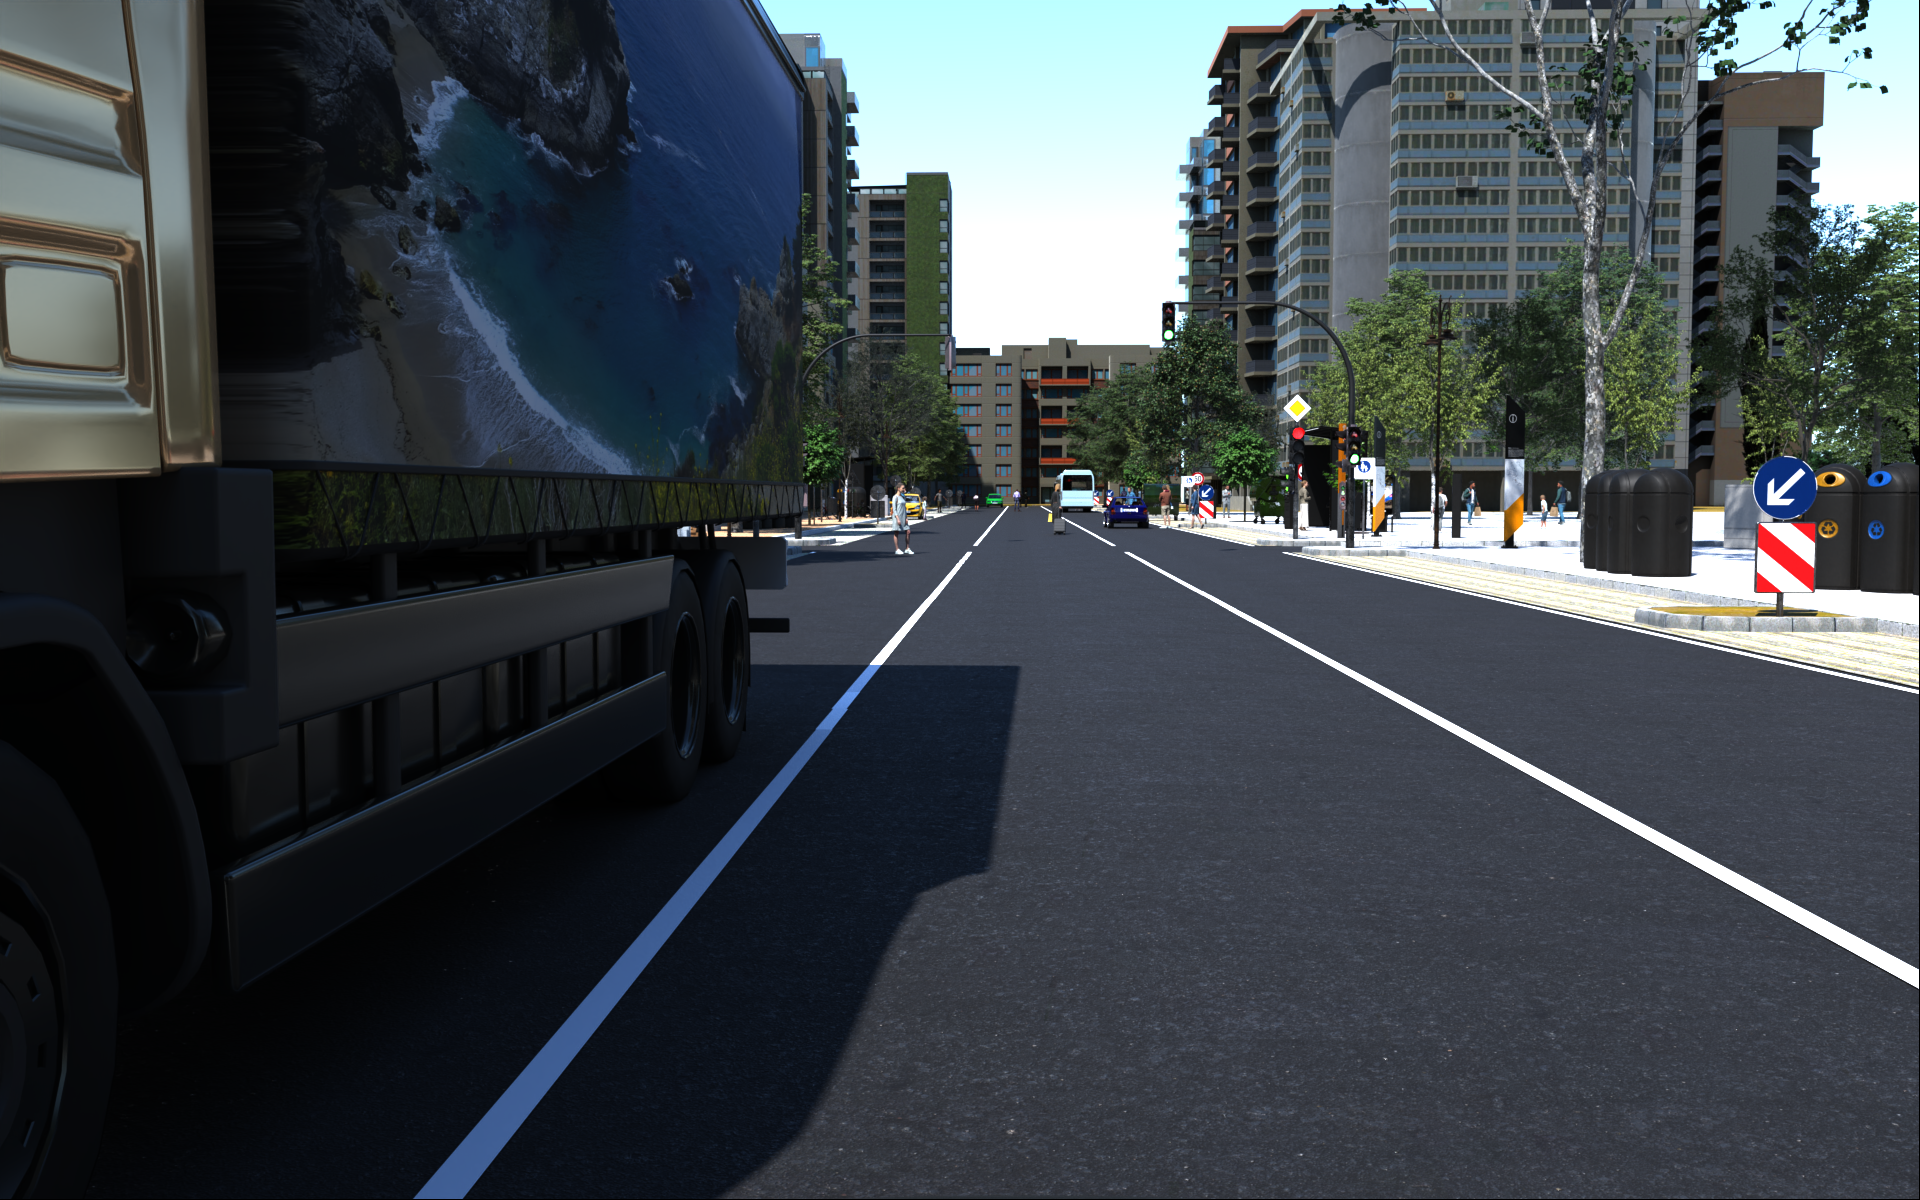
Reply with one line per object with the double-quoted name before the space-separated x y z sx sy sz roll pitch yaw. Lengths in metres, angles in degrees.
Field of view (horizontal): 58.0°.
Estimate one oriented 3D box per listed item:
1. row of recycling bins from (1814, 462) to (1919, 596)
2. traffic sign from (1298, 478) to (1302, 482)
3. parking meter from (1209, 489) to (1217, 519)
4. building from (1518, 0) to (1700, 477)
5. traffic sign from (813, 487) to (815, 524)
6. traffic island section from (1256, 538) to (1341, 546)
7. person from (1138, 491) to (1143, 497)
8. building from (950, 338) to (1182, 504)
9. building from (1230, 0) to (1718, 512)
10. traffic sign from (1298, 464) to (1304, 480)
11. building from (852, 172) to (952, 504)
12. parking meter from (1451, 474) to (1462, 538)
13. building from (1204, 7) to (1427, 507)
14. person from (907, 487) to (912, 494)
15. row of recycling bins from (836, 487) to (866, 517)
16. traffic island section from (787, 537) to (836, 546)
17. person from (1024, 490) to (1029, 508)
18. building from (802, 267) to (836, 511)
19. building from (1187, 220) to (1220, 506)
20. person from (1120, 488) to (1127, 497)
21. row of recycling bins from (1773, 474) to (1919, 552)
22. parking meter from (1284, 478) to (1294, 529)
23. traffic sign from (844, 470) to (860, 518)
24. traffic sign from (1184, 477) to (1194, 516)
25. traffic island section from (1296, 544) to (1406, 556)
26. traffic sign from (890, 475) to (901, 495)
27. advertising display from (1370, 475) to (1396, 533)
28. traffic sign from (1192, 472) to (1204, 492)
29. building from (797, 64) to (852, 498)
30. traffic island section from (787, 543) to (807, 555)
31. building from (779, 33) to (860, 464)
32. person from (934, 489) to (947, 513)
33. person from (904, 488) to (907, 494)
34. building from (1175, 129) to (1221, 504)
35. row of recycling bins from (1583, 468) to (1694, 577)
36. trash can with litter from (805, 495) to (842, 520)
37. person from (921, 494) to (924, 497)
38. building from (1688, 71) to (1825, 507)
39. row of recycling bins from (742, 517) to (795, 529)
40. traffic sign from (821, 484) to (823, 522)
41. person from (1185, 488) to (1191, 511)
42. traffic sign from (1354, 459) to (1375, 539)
"row of recycling bins" 12.327 -0.922 22.186 1.069 1.692 3.534 -1 4 -18
"traffic sign" 14.636 -4.497 73.634 0.768 2.556 0.104 1 4 10
"parking meter" 13.095 -4.973 89.722 0.372 1.533 0.369 0 3 0
"building" 61.763 -45.298 178.881 20.611 71.187 20.563 0 4 2
"traffic sign" -6.193 -4.368 73.543 0.606 2.300 0.079 0 4 7
"traffic island section" 9.504 -1.631 48.955 2.009 0.180 2.903 0 4 2
"person" 18.564 -10.555 178.602 1.348 1.826 0.705 0 4 -4
"building" 13.611 -23.499 229.245 28.899 21.520 27.650 0 4 2
"building" 38.190 -27.140 135.617 32.217 40.220 23.993 0 4 2
"traffic sign" 13.612 -4.166 68.222 0.768 2.556 0.104 1 4 10
"building" -8.093 -32.973 222.700 14.086 41.232 14.154 0 4 2
"parking meter" 14.496 -2.743 50.560 0.255 1.863 0.399 1 4 15
"building" 34.690 -31.032 161.991 22.147 44.769 28.867 0 4 2
"person" -3.904 -8.136 139.059 1.348 1.826 0.705 1 4 9
"row of recycling bins" -6.218 -5.645 99.413 1.069 1.692 3.534 -1 4 -21
"traffic island section" -4.629 -1.661 49.433 2.009 0.180 2.903 0 4 2
"person" 6.829 -10.373 177.726 0.705 1.869 1.348 -1 4 -14
"building" -25.381 -18.068 140.450 27.650 21.520 28.899 0 4 2
"building" 31.074 -25.228 184.176 14.160 30.474 14.107 0 4 2
"person" 15.455 -9.618 163.170 0.709 1.838 0.599 0 4 0
"row of recycling bins" 20.700 -2.065 40.871 3.534 1.692 1.069 0 4 -3
"parking meter" 12.037 -3.514 63.169 0.399 1.863 0.255 -3 5 -39
"traffic sign" -5.736 -5.639 92.203 0.884 2.594 0.081 1 4 10
"traffic sign" 13.172 -5.957 99.518 0.606 2.300 0.079 1 4 11
"traffic island section" 9.236 -1.143 40.974 2.009 0.180 2.903 0 4 2
"traffic sign" -4.279 -7.039 115.185 0.768 2.556 0.104 0 4 5
"advertising display" 14.177 -3.235 58.113 0.123 1.923 0.974 -3 4 -36
"traffic sign" 13.744 -6.122 100.204 0.768 2.556 0.104 1 4 8
"building" -18.112 -29.203 161.069 14.154 41.232 14.086 0 4 2
"traffic island section" -4.898 -1.173 41.453 2.009 0.180 2.903 0 4 2
"building" -26.133 -34.370 181.564 30.456 49.044 23.786 0 4 2
"person" -1.541 -7.616 133.023 0.705 1.824 1.348 3 5 44
"person" -4.243 -7.511 129.653 0.445 1.727 0.742 -3 5 -44
"building" 43.181 -37.010 224.724 30.456 49.044 23.786 0 4 2
"row of recycling bins" 11.018 -1.298 28.332 1.069 1.692 3.534 0 4 5
"trash can with litter" -6.798 -4.633 86.811 2.233 1.210 1.678 -2 4 -23
"person" -4.521 -11.192 189.130 1.348 1.812 0.705 2 4 33
"building" 79.346 -32.493 181.374 14.200 45.320 14.600 0 4 2
"row of recycling bins" -7.184 -3.512 64.527 1.069 1.692 3.534 1 4 23
"traffic sign" -6.296 -4.808 78.722 0.768 2.556 0.104 1 4 9
"person" 17.357 -7.631 131.591 0.721 1.735 1.217 -1 4 -10
"traffic sign" 11.451 -2.874 49.126 0.606 2.300 0.079 0 4 6
